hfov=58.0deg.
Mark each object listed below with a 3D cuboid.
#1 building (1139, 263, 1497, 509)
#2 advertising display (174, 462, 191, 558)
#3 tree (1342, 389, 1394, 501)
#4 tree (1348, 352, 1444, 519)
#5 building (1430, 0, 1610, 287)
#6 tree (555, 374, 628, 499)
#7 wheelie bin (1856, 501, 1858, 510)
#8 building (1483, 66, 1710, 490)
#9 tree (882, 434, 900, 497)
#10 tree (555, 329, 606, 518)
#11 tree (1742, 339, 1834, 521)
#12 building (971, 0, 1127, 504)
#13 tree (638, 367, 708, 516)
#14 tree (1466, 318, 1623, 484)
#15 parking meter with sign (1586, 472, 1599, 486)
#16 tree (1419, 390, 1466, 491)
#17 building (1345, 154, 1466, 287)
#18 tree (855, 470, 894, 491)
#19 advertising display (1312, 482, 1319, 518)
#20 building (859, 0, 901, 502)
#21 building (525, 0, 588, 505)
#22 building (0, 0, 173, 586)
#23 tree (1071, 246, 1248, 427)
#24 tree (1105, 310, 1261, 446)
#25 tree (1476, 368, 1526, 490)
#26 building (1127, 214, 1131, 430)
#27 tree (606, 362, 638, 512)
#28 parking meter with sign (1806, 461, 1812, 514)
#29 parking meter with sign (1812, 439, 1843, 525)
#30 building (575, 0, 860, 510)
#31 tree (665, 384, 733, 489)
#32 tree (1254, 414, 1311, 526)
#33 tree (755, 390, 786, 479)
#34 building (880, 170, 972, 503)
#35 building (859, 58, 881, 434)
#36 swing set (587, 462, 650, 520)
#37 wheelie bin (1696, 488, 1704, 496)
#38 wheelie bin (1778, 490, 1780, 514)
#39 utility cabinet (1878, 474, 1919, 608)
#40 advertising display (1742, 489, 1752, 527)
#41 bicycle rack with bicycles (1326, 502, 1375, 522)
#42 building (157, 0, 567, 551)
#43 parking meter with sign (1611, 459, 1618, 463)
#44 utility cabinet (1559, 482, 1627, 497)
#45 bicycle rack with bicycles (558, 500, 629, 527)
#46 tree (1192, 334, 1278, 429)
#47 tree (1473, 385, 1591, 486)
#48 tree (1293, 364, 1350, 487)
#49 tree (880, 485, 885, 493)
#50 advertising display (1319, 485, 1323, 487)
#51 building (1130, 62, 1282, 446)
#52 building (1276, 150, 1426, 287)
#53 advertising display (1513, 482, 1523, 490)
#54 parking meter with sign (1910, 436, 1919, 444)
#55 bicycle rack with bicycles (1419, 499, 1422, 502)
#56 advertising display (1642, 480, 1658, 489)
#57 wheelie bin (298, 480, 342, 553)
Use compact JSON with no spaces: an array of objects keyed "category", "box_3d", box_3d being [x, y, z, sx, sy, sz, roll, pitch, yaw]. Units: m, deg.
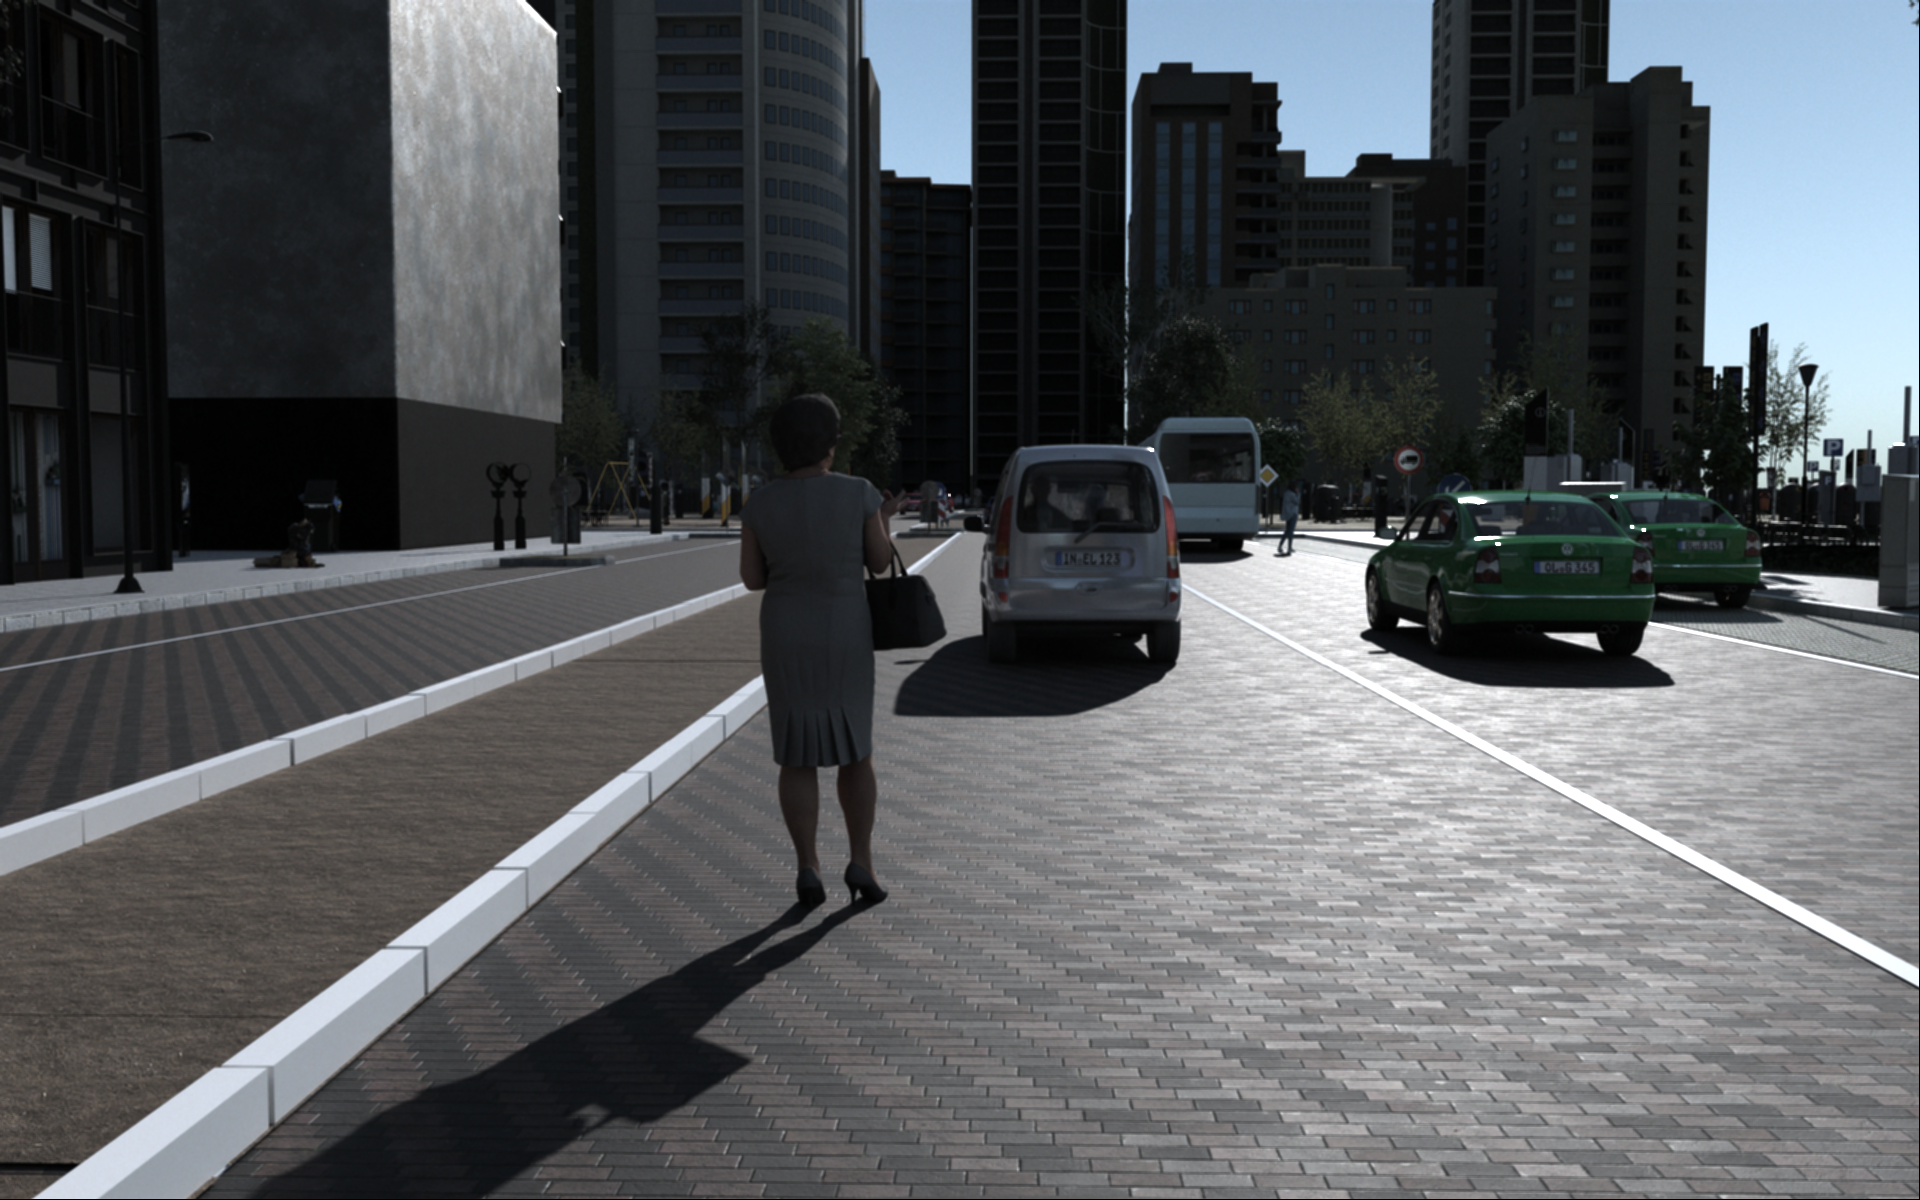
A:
[{"category":"building","box_3d":[31.358,-19.236,159.555,27.650,21.520,28.899,0,4,2]},{"category":"advertising display","box_3d":[-15.872,-1.846,35.389,0.123,1.923,0.974,-1,4,-15]},{"category":"tree","box_3d":[28.582,-10.521,122.381,4.737,8.622,4.395,0,3,0]},{"category":"tree","box_3d":[22.793,-8.479,88.987,4.360,8.622,3.978,0,3,0]},{"category":"building","box_3d":[75.626,-48.586,232.634,20.611,71.187,20.563,0,4,2]},{"category":"tree","box_3d":[-22.143,-9.507,105.795,4.737,8.622,4.395,0,3,0]},{"category":"wheelie bin","box_3d":[56.680,-6.248,110.056,0.980,1.594,0.693,0,4,-6]},{"category":"building","box_3d":[74.305,-35.331,201.363,21.600,48.544,21.300,0,4,2]},{"category":"tree","box_3d":[-7.228,-12.885,161.032,4.360,8.622,3.978,0,3,0]},{"category":"tree","box_3d":[-17.249,-7.461,72.355,4.360,8.622,3.978,0,3,0]},{"category":"tree","box_3d":[39.366,-8.110,82.966,4.360,8.622,3.978,0,3,0]},{"category":"building","box_3d":[12.061,-48.698,234.463,20.611,71.187,20.563,0,4,2]},{"category":"tree","box_3d":[-16.645,-9.161,100.146,4.360,8.622,3.978,0,3,0]},{"category":"tree","box_3d":[24.852,-7.506,73.082,4.737,8.622,4.395,0,3,0]},{"category":"parking meter with sign","box_3d":[50.144,-8.567,136.332,0.543,3.016,1.738,-3,4,-36]},{"category":"tree","box_3d":[34.454,-10.587,123.456,4.737,8.622,4.395,0,3,0]},{"category":"building","box_3d":[58.132,-35.510,230.694,14.200,45.320,14.600,0,4,2]},{"category":"tree","box_3d":[-7.358,-9.877,145.199,4.285,4.588,4.351,0,3,0]},{"category":"advertising display","box_3d":[19.402,-5.486,94.913,0.123,1.923,0.974,0,4,4]},{"category":"building","box_3d":[-23.104,-54.364,201.521,31.000,86.520,22.319,0,4,2]},{"category":"building","box_3d":[-48.838,-46.881,204.754,20.611,71.187,20.563,0,4,2]},{"category":"building","box_3d":[-19.559,-11.676,20.579,12.332,23.373,15.834,0,4,2]},{"category":"tree","box_3d":[15.146,-16.919,132.509,12.611,20.169,13.585,0,3,0]},{"category":"tree","box_3d":[14.313,-11.683,108.023,9.611,12.733,9.660,0,3,0]},{"category":"tree","box_3d":[31.785,-9.183,100.498,4.360,8.622,3.978,0,3,0]},{"category":"building","box_3d":[29.799,-33.535,231.895,14.086,41.232,14.154,0,4,2]},{"category":"tree","box_3d":[-19.511,-8.594,90.878,4.360,8.622,3.978,0,3,0]},{"category":"parking meter with sign","box_3d":[43.615,-5.599,87.797,0.543,3.016,1.738,-2,4,-24]},{"category":"parking meter with sign","box_3d":[27.864,-3.629,55.598,0.543,3.016,1.738,1,4,18]},{"category":"building","box_3d":[-20.642,-37.444,154.215,21.231,58.520,28.212,0,4,2]},{"category":"tree","box_3d":[-16.866,-10.027,114.299,4.737,8.622,4.395,0,3,0]},{"category":"tree","box_3d":[12.752,-5.349,71.175,4.285,4.588,4.351,0,3,0]},{"category":"tree","box_3d":[-12.465,-10.485,121.791,4.737,8.622,4.395,0,3,0]},{"category":"building","box_3d":[-12.638,-35.619,237.000,28.867,44.769,22.147,0,4,2]},{"category":"building","box_3d":[-15.459,-32.143,175.641,14.600,45.320,14.200,0,4,2]},{"category":"swing set","box_3d":[-16.925,-5.419,86.222,2.862,2.851,3.119,1,4,12]},{"category":"wheelie bin","box_3d":[39.486,-5.202,92.961,0.693,1.594,0.980,-2,4,-28]},{"category":"wheelie bin","box_3d":[58.329,-7.077,123.615,0.980,1.594,0.693,-2,4,-24]},{"category":"utility cabinet","box_3d":[10.824,-0.672,19.673,1.173,1.500,0.318,-3,5,-44]},{"category":"advertising display","box_3d":[29.915,-3.699,65.684,0.974,1.923,0.123,-3,4,-37]},{"category":"bicycle rack with bicycles","box_3d":[18.545,-4.143,81.125,2.925,0.926,2.852,0,4,-8]},{"category":"building","box_3d":[-20.773,-10.992,47.166,16.811,18.784,16.820,0,4,2]},{"category":"parking meter with sign","box_3d":[32.217,-5.422,84.908,0.543,3.016,1.738,1,4,19]},{"category":"utility cabinet","box_3d":[11.965,-1.476,32.814,1.173,1.500,0.318,3,4,39]},{"category":"bicycle rack with bicycles","box_3d":[-14.940,-3.349,68.136,2.852,0.926,2.925,2,4,27]},{"category":"tree","box_3d":[12.826,-7.966,80.604,4.737,8.622,4.395,0,3,0]},{"category":"tree","box_3d":[17.262,-4.194,52.292,4.285,4.588,4.351,0,3,0]},{"category":"tree","box_3d":[21.094,-9.084,98.887,4.360,8.622,3.978,0,3,0]},{"category":"tree","box_3d":[-7.088,-9.492,149.800,1.663,3.219,1.824,0,3,0]},{"category":"advertising display","box_3d":[24.549,-6.877,117.652,0.974,1.923,0.123,-3,5,-41]},{"category":"building","box_3d":[25.261,-32.485,181.232,14.600,45.320,14.200,0,4,2]},{"category":"building","box_3d":[34.945,-31.110,200.531,32.217,40.220,23.993,0,4,2]},{"category":"advertising display","box_3d":[30.222,-5.387,93.284,0.974,1.923,0.123,-1,4,-21]},{"category":"parking meter with sign","box_3d":[28.466,-3.370,51.363,0.543,3.016,1.738,2,4,25]},{"category":"bicycle rack with bicycles","box_3d":[34.800,-7.243,131.803,2.852,0.926,2.925,1,4,19]},{"category":"advertising display","box_3d":[32.025,-4.589,80.238,0.123,1.923,0.974,-2,4,-31]},{"category":"wheelie bin","box_3d":[-14.073,-1.851,38.172,0.980,1.594,0.693,0,4,-3]}]
